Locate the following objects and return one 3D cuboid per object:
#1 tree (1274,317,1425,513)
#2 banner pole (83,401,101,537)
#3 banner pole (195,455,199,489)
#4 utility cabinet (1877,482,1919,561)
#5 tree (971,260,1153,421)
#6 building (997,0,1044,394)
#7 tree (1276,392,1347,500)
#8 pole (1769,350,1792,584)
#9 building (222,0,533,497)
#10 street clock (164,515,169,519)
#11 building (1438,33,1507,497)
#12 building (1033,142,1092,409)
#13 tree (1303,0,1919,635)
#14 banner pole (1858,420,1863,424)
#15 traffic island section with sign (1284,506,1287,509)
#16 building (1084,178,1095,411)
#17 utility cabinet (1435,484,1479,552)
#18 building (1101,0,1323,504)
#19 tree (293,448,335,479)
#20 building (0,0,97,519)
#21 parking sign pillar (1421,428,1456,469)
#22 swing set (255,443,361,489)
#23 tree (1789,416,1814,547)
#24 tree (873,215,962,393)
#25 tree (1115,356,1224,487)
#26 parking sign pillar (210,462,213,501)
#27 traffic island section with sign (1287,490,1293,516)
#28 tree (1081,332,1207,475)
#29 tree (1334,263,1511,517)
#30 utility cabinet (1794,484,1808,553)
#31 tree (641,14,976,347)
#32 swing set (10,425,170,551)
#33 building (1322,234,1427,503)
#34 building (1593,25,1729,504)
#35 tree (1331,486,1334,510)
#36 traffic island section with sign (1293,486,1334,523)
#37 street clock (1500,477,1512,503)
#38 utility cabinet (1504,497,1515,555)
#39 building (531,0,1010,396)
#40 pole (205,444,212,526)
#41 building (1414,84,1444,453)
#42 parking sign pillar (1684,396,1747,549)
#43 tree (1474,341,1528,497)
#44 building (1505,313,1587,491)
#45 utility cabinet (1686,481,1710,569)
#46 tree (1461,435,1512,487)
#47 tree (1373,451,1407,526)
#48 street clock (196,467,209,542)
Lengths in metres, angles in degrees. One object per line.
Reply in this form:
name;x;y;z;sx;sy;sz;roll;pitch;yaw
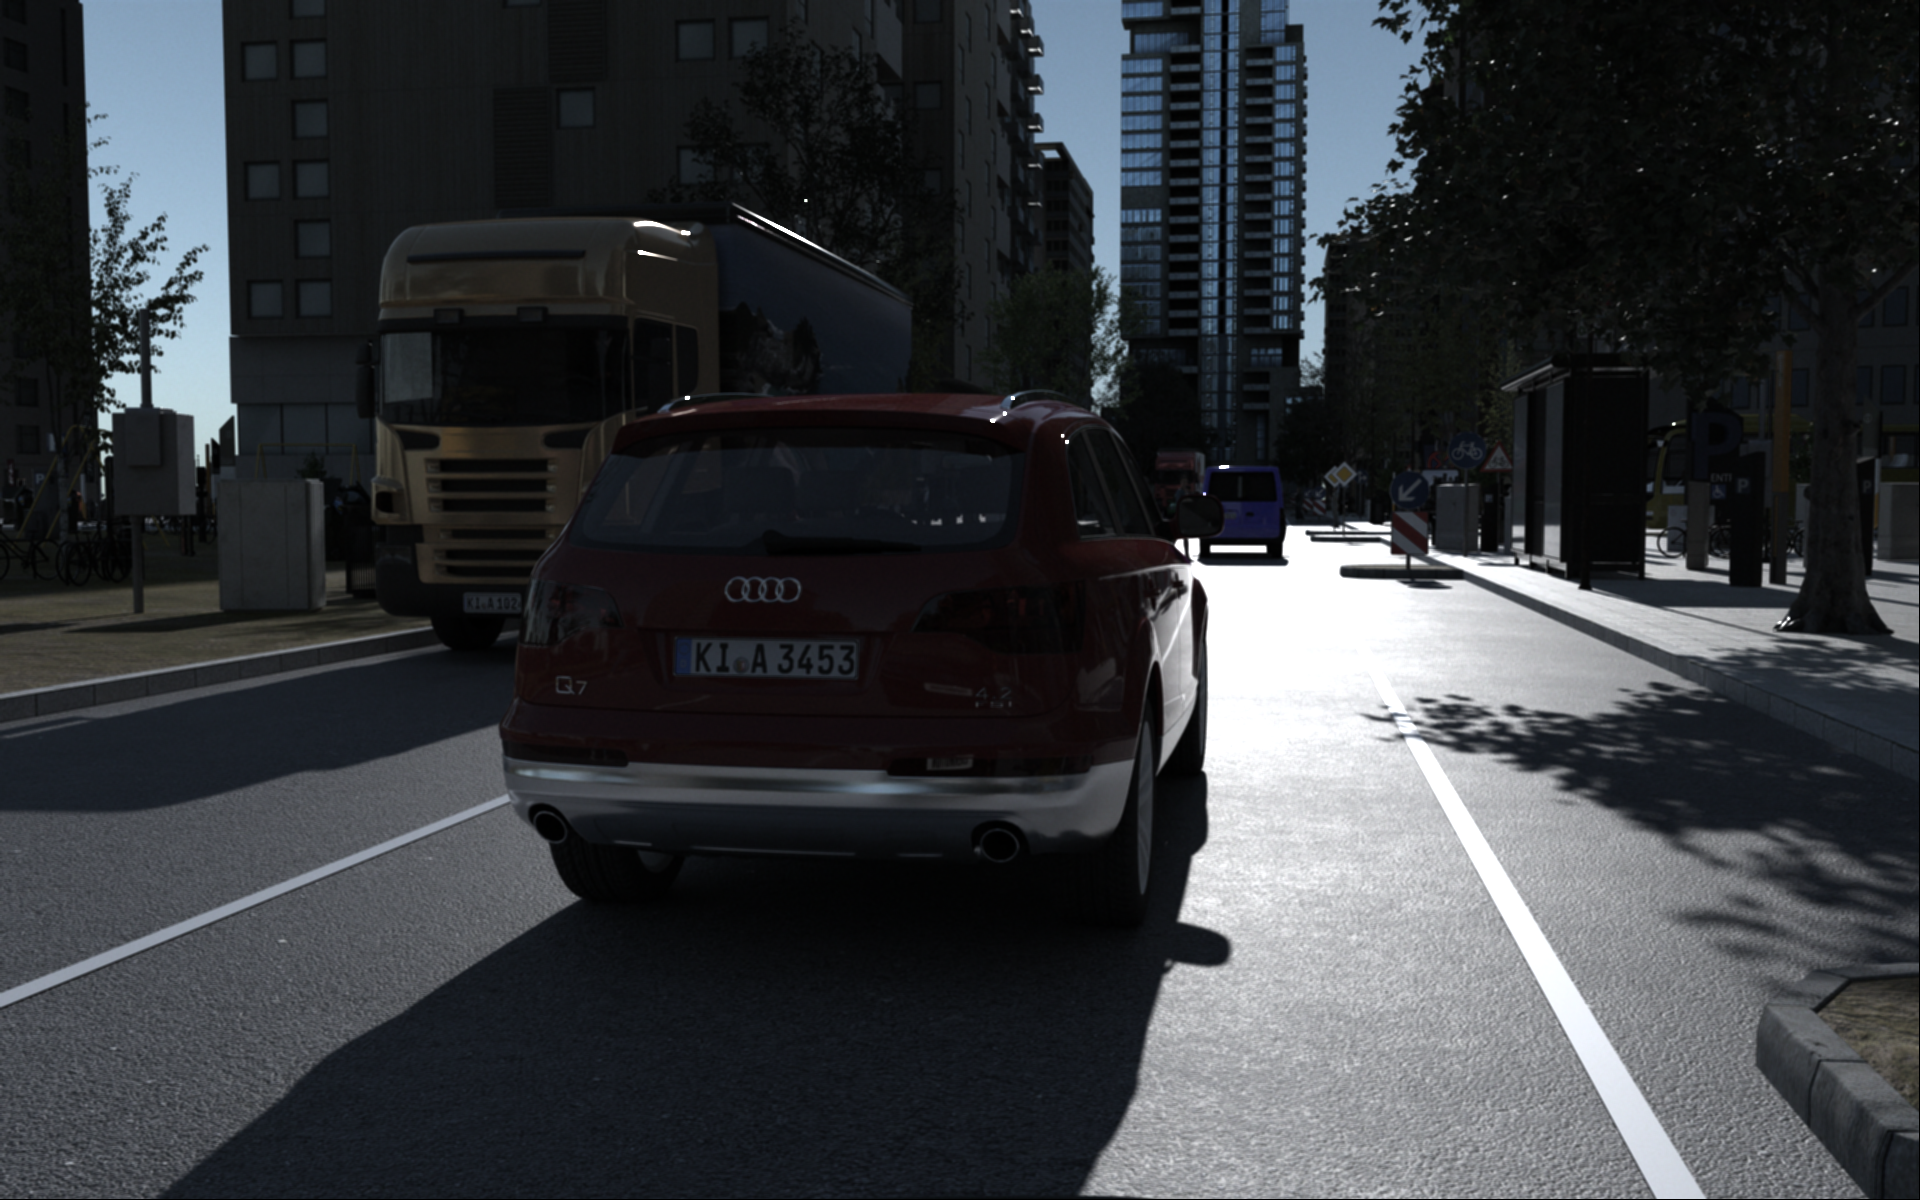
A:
tree;26.637;-12.693;117.898;12.009;13.543;11.850;0;3;0
banner pole;-23.176;-3.443;46.309;0.401;3.779;0.863;0;4;3
banner pole;-48.852;-7.376;110.610;0.863;3.779;0.401;-3;5;-42
utility cabinet;18.106;-1.495;33.114;1.173;1.500;0.318;-1;4;-23
tree;4.327;-9.171;75.709;9.928;11.665;9.643;0;3;0
building;-4.590;-32.795;155.802;23.786;49.044;30.456;1;4;10
tree;35.566;-15.169;173.760;9.928;11.665;9.643;0;3;0
pole;11.699;-1.886;24.678;0.158;3.312;0.155;0;3;0
building;-18.359;-30.600;89.556;28.713;52.752;27.495;1;4;10
street clock;-40.925;-5.179;89.252;0.471;2.002;0.358;1;4;22
building;51.801;-31.090;158.435;14.600;45.320;14.200;1;4;10
building;1.462;-30.335;187.866;23.993;40.220;32.217;1;4;10
tree;8.066;-6.049;15.903;9.611;12.733;9.660;0;3;0
banner pole;30.310;-4.196;58.624;0.401;3.779;0.863;0;4;2
traffic island section with sign;31.177;-9.317;160.968;1.989;1.847;2.006;1;4;10
building;10.842;-36.077;239.966;14.200;45.320;14.600;1;4;10
utility cabinet;11.012;-1.818;38.402;0.318;1.500;1.173;-1;4;-19
building;34.332;-56.642;238.764;31.000;86.520;22.319;1;4;10
tree;-26.937;-4.768;72.554;1.663;3.219;1.824;0;3;0
building;-56.665;-19.559;91.483;14.107;30.474;14.160;1;4;10
parking sign pillar;18.861;-4.880;68.261;1.447;3.967;1.447;0;4;5
swing set;-20.143;-3.441;53.880;3.119;2.851;2.862;0;4;-8
tree;20.885;-2.912;42.214;1.663;3.219;1.824;0;3;0
tree;-1.773;-5.818;45.482;4.737;8.622;4.395;0;3;0
tree;16.436;-13.855;143.533;9.611;12.733;9.660;0;3;0
parking sign pillar;-57.839;-8.872;133.524;1.447;3.967;1.447;-3;5;-42
traffic island section with sign;22.384;-6.327;112.076;1.989;1.847;2.006;1;4;10
tree;13.781;-13.487;130.877;12.009;13.543;11.850;0;3;0
tree;13.217;-5.947;47.593;4.737;8.622;4.395;0;3;0
utility cabinet;18.589;-1.752;37.320;1.173;1.500;0.318;-1;4;-17
tree;-3.420;-6.143;34.856;8.767;10.594;7.601;1;4;19
swing set;-20.392;-2.637;40.729;2.862;2.851;3.119;-1;4;-15
building;62.565;-33.525;240.008;23.993;40.220;32.217;1;4;10
building;43.500;-32.514;73.598;28.212;58.520;21.231;1;4;10
tree;30.937;-9.029;142.218;1.663;3.219;1.824;0;3;0
traffic island section with sign;17.623;-4.704;85.543;1.989;1.847;2.006;1;4;10
street clock;22.701;-4.128;72.059;0.471;2.002;0.358;-1;4;-22
utility cabinet;11.944;-1.554;36.570;1.020;1.237;0.306;-2;4;-33
building;-11.245;-32.724;124.275;28.713;52.752;27.495;1;4;10
pole;-30.632;-4.694;70.594;0.158;3.312;0.155;0;3;0
building;58.968;-32.104;179.529;22.147;44.769;28.867;1;4;10
parking sign pillar;18.013;-3.230;41.280;1.447;3.967;1.447;0;4;3
tree;26.107;-8.033;81.703;4.360;8.622;3.978;0;3;0
building;45.914;-26.848;122.557;14.154;41.232;14.086;1;4;10
utility cabinet;12.703;-1.290;29.772;0.318;1.500;1.173;2;4;26
tree;29.468;-6.891;96.374;4.285;4.588;4.351;0;3;0
tree;17.765;-4.642;70.492;1.663;3.219;1.824;0;3;0
street clock;-20.110;-2.530;45.937;0.358;2.002;0.471;-1;4;-23
